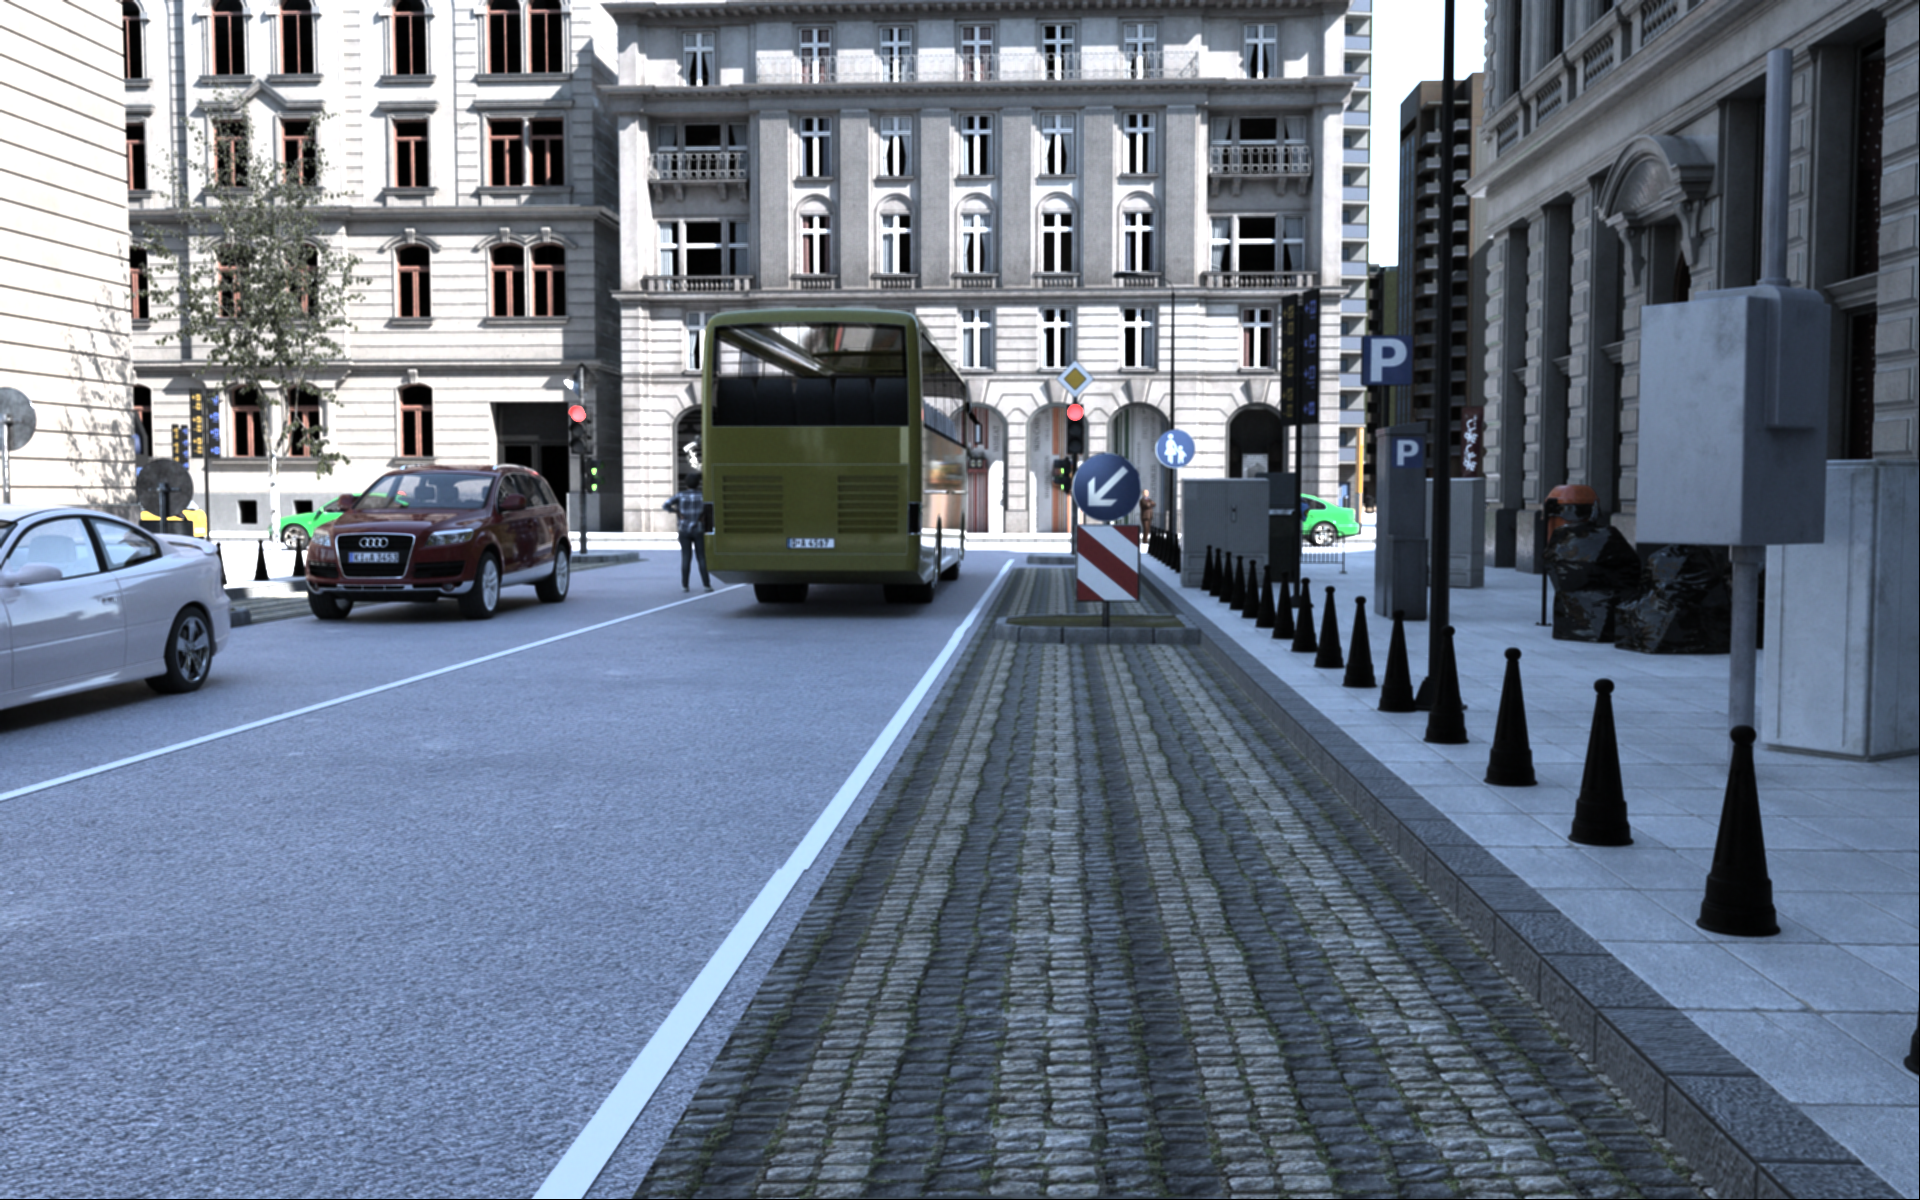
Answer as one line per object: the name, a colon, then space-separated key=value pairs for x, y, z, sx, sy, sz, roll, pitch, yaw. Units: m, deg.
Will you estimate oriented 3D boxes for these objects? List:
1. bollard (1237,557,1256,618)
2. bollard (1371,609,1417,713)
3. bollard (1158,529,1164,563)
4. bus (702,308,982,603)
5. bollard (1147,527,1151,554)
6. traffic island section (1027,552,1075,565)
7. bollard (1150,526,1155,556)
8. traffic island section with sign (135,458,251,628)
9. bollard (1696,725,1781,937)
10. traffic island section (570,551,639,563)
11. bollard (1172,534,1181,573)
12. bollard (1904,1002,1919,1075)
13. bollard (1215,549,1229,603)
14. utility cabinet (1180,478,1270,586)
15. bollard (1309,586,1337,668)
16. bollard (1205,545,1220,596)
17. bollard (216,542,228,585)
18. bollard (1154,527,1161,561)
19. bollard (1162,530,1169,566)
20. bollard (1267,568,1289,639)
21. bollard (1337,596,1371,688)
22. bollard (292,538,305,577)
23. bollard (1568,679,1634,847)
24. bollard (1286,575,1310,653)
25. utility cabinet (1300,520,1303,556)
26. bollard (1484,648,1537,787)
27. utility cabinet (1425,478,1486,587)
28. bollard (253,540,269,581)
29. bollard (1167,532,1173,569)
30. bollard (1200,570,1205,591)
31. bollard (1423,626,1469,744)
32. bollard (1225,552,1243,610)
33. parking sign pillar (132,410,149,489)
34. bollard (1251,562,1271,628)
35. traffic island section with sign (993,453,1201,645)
bollard: x=3.032 y=-0.117 z=17.956 sx=0.229 sy=0.601 sz=0.229 roll=0 pitch=3 yaw=0
bollard: x=2.593 y=0.354 z=10.259 sx=0.229 sy=0.601 sz=0.229 roll=0 pitch=3 yaw=0
bollard: x=3.839 y=-0.982 z=32.092 sx=0.229 sy=0.601 sz=0.229 roll=0 pitch=3 yaw=0
bus: x=-1.370 y=-2.090 z=25.720 sx=2.896 sy=3.916 sz=12.252 roll=0 pitch=4 yaw=3
bollard: x=4.053 y=-1.217 z=35.939 sx=0.229 sy=0.601 sz=0.229 roll=0 pitch=3 yaw=0
traffic island section: x=2.436 y=-0.871 z=36.525 sx=2.009 sy=0.180 sz=2.903 roll=0 pitch=4 yaw=3
bollard: x=3.983 y=-1.139 z=34.658 sx=0.229 sy=0.601 sz=0.229 roll=0 pitch=3 yaw=0
traffic island section with sign: x=-8.815 y=-0.610 z=18.604 sx=1.989 sy=1.847 sz=2.006 roll=0 pitch=4 yaw=3
bollard: x=2.303 y=0.669 z=5.109 sx=0.229 sy=0.601 sz=0.229 roll=0 pitch=3 yaw=0
traffic island section: x=-8.088 y=-0.908 z=37.125 sx=2.009 sy=0.180 sz=2.903 roll=0 pitch=4 yaw=3
bollard: x=3.618 y=-0.746 z=28.235 sx=0.229 sy=0.601 sz=0.229 roll=0 pitch=3 yaw=0
bollard: x=2.226 y=0.747 z=3.829 sx=0.229 sy=0.601 sz=0.229 roll=0 pitch=3 yaw=0
bollard: x=3.179 y=-0.274 z=20.524 sx=0.229 sy=0.601 sz=0.229 roll=0 pitch=3 yaw=0
utility cabinet: x=3.651 y=-0.930 z=23.879 sx=1.173 sy=1.500 sz=0.318 roll=0 pitch=4 yaw=-1
bollard: x=2.738 y=0.197 z=12.829 sx=0.229 sy=0.601 sz=0.229 roll=0 pitch=3 yaw=0
bollard: x=3.249 y=-0.352 z=21.805 sx=0.229 sy=0.601 sz=0.229 roll=0 pitch=3 yaw=0
bollard: x=-10.457 y=-0.514 z=24.446 sx=0.229 sy=0.601 sz=0.229 roll=0 pitch=3 yaw=0
bollard: x=3.909 y=-1.060 z=33.378 sx=0.229 sy=0.601 sz=0.229 roll=0 pitch=3 yaw=0
bollard: x=3.759 y=-0.903 z=30.812 sx=0.229 sy=0.601 sz=0.229 roll=0 pitch=3 yaw=0
bollard: x=2.886 y=0.040 z=15.394 sx=0.229 sy=0.601 sz=0.229 roll=0 pitch=3 yaw=0
bollard: x=2.668 y=0.275 z=11.548 sx=0.229 sy=0.601 sz=0.229 roll=0 pitch=3 yaw=0
bollard: x=-10.309 y=-0.671 z=27.012 sx=0.229 sy=0.601 sz=0.229 roll=0 pitch=3 yaw=0
bollard: x=2.372 y=0.590 z=6.394 sx=0.229 sy=0.601 sz=0.229 roll=0 pitch=3 yaw=0
bollard: x=2.812 y=0.118 z=14.109 sx=0.229 sy=0.601 sz=0.229 roll=0 pitch=3 yaw=0
utility cabinet: x=6.739 y=-1.491 z=35.535 sx=0.306 sy=1.237 sz=1.020 roll=2 pitch=4 yaw=30
bollard: x=2.448 y=0.511 z=7.685 sx=0.229 sy=0.601 sz=0.229 roll=0 pitch=3 yaw=0
utility cabinet: x=6.673 y=-0.935 z=23.969 sx=0.318 sy=1.500 sz=1.173 roll=-3 pitch=4 yaw=-37
bollard: x=-10.384 y=-0.593 z=25.731 sx=0.229 sy=0.601 sz=0.229 roll=0 pitch=3 yaw=0
bollard: x=3.691 y=-0.825 z=29.531 sx=0.229 sy=0.601 sz=0.229 roll=0 pitch=3 yaw=0
bollard: x=3.323 y=-0.432 z=23.099 sx=0.229 sy=0.601 sz=0.229 roll=0 pitch=3 yaw=0
bollard: x=2.522 y=0.432 z=8.971 sx=0.229 sy=0.601 sz=0.229 roll=0 pitch=3 yaw=0
bollard: x=3.106 y=-0.196 z=19.240 sx=0.229 sy=0.601 sz=0.229 roll=0 pitch=3 yaw=0
parking sign pillar: x=-26.198 y=-4.076 z=55.120 sx=1.447 sy=3.967 sz=1.447 roll=-3 pitch=4 yaw=-38
bollard: x=2.957 y=-0.039 z=16.675 sx=0.229 sy=0.601 sz=0.229 roll=0 pitch=3 yaw=0
traffic island section with sign: x=1.345 y=-0.534 z=17.367 sx=1.989 sy=1.847 sz=2.006 roll=0 pitch=4 yaw=3
